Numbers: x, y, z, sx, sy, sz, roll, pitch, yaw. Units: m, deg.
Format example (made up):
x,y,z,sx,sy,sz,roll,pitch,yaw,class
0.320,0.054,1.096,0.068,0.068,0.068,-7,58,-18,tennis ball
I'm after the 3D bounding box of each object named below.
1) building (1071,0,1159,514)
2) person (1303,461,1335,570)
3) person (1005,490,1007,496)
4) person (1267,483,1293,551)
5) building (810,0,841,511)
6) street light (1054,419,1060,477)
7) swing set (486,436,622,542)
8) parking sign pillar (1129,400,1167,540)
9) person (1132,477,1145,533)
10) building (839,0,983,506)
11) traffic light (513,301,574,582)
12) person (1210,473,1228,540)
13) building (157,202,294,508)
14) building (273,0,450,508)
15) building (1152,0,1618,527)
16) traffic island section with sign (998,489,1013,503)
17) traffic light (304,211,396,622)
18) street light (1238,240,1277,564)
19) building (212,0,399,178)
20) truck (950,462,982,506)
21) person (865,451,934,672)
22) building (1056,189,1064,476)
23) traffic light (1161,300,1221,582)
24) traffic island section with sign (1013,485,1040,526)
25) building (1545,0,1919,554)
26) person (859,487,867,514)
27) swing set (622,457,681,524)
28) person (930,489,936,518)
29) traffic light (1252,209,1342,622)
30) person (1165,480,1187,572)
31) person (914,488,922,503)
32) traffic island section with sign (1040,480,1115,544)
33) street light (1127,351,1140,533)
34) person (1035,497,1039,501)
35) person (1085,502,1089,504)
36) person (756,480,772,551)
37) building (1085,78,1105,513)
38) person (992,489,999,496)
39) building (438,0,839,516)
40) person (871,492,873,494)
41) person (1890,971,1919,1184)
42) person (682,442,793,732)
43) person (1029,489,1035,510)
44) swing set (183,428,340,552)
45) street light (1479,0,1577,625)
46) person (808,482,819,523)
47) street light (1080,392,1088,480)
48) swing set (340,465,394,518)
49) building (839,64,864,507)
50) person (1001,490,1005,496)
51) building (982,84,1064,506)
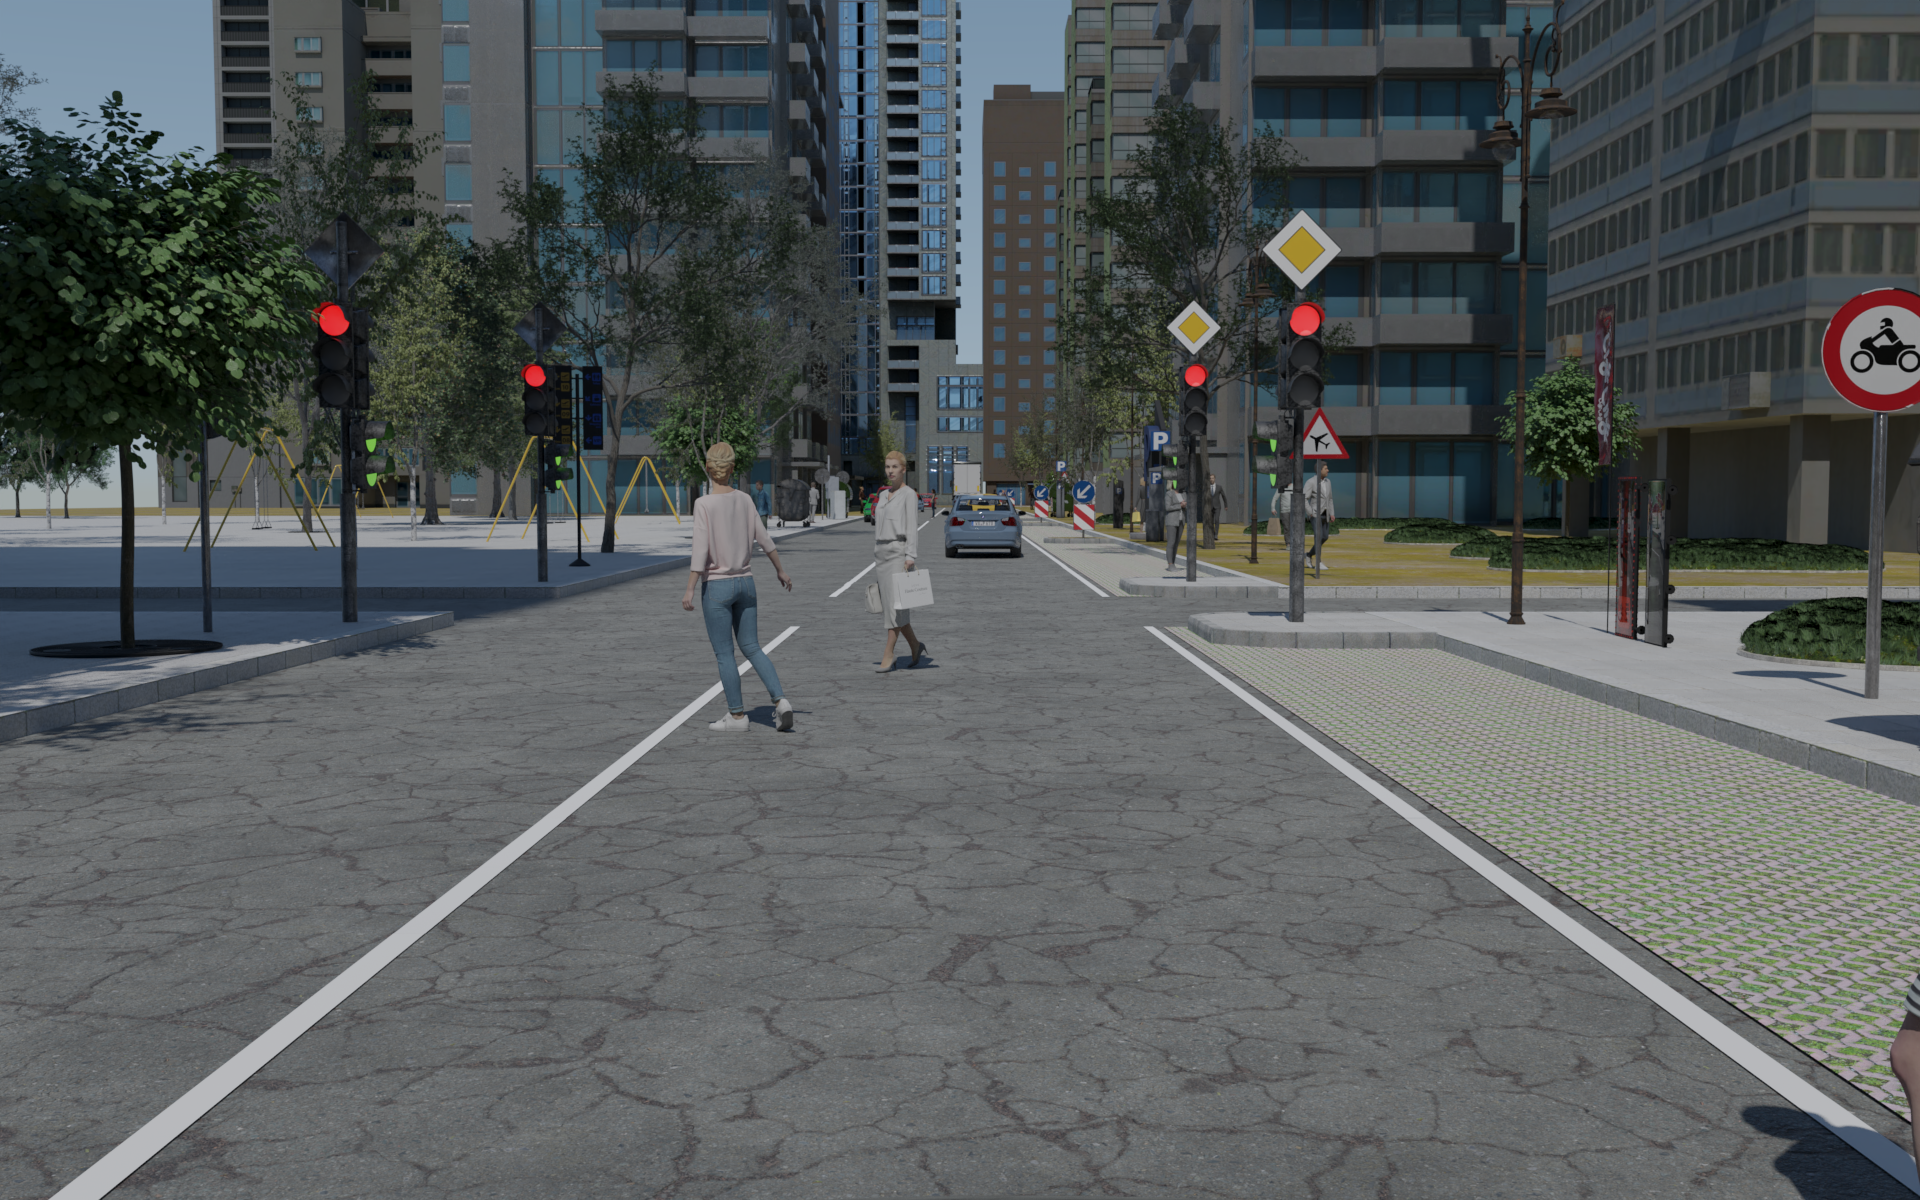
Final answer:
x,y,z,sx,sy,sz,roll,pitch,yaw,class
15.714,-27.788,137.934,14.154,41.232,14.086,0,3,0,building
6.067,-1.447,29.554,0.661,1.843,0.795,-2,4,-30,person
3.841,-8.200,143.098,1.217,1.766,0.721,-1,4,-16,person
7.369,-2.004,39.292,0.782,1.767,0.515,0,4,-3,person
-16.938,-29.801,137.352,14.600,45.320,14.200,0,3,0,building
5.587,-7.783,100.040,0.468,5.910,1.993,0,3,0,street light
-11.203,-3.056,47.591,2.862,2.851,3.119,0,4,5,swing set
5.533,-3.704,49.026,1.447,3.967,1.447,0,4,-2,parking sign pillar
6.107,-2.904,53.745,1.509,1.804,0.699,1,4,8,person
-12.960,-54.086,196.973,31.000,86.520,22.319,0,3,0,building
-6.092,-2.222,25.246,0.839,4.253,0.868,0,3,0,traffic light
7.032,-2.577,47.947,0.659,1.850,0.755,1,4,18,person
-67.345,-24.129,166.215,14.107,30.474,14.160,0,3,0,building
-49.496,-32.975,162.850,21.600,48.544,21.300,0,3,0,building
20.917,-28.196,80.612,23.786,49.044,30.456,0,3,0,building
3.570,-7.247,127.116,1.989,1.847,2.006,0,3,0,traffic island section with sign
-6.105,-1.733,17.261,0.839,4.253,0.868,0,3,0,traffic light
5.425,-3.608,31.787,0.468,5.910,1.993,0,3,0,street light
-69.991,-46.291,195.105,20.611,71.187,20.563,0,3,0,building
0.541,-10.157,154.980,2.839,4.237,11.283,0,4,-1,truck
-0.472,-0.320,14.079,0.624,1.780,0.694,-2,4,-28,person
16.182,-24.140,166.392,14.160,30.474,14.107,0,3,0,building
3.369,-2.222,25.248,0.839,4.253,0.868,0,3,0,traffic light
3.501,-4.212,77.486,1.989,1.847,2.006,0,3,0,traffic island section with sign
29.522,-21.432,42.296,23.993,40.220,32.217,0,3,0,building
-6.297,-6.490,112.682,0.721,1.766,1.217,1,4,18,person
-13.430,-4.686,74.241,2.862,2.851,3.119,-1,4,-9,swing set
-1.668,-5.716,102.680,0.721,1.735,1.217,0,4,2,person
3.357,-1.733,17.263,0.839,4.253,0.868,0,3,0,traffic light
4.031,-1.424,31.969,0.537,1.800,0.526,-2,4,-27,person
-2.836,-6.162,109.347,0.705,1.812,1.348,3,5,45,person
3.451,-2.563,50.531,1.989,1.847,2.006,0,3,0,traffic island section with sign
5.465,-5.028,54.992,0.468,5.910,1.993,0,3,0,street light
6.386,-8.395,143.329,1.348,1.821,0.705,-3,4,-39,person
8.055,-6.387,110.498,1.348,1.821,0.705,0,4,3,person
-4.945,-2.132,43.703,0.444,1.785,0.601,-1,4,-21,person
15.858,-21.545,123.970,14.160,30.474,14.107,0,3,0,building
2.732,-7.787,135.823,1.348,1.822,0.705,1,4,14,person
-20.633,-30.297,114.958,23.786,49.044,30.456,0,3,0,building
-7.962,-9.040,157.080,0.421,1.427,0.697,0,4,7,person
1.766,0.411,2.787,0.522,1.701,0.512,3,5,39,person
-1.248,-0.077,10.432,0.598,1.740,0.731,2,4,31,person
5.883,-8.119,139.611,0.721,1.723,1.217,-2,4,-33,person
-16.212,-2.606,40.227,2.862,2.851,3.119,-1,4,-12,swing set
5.483,-2.698,16.895,0.468,5.910,1.993,0,3,0,street light
-6.492,-4.309,76.701,0.606,1.804,0.583,1,4,9,person
5.488,-6.393,77.321,0.468,5.910,1.993,0,3,0,street light
-32.398,-5.795,92.372,3.119,2.851,2.862,3,4,36,swing set
-24.118,-31.044,162.195,28.867,44.769,22.147,0,3,0,building
3.535,-7.975,139.435,0.434,1.755,0.990,1,4,16,person
9.632,-33.199,192.921,14.200,45.320,14.600,0,3,0,building
